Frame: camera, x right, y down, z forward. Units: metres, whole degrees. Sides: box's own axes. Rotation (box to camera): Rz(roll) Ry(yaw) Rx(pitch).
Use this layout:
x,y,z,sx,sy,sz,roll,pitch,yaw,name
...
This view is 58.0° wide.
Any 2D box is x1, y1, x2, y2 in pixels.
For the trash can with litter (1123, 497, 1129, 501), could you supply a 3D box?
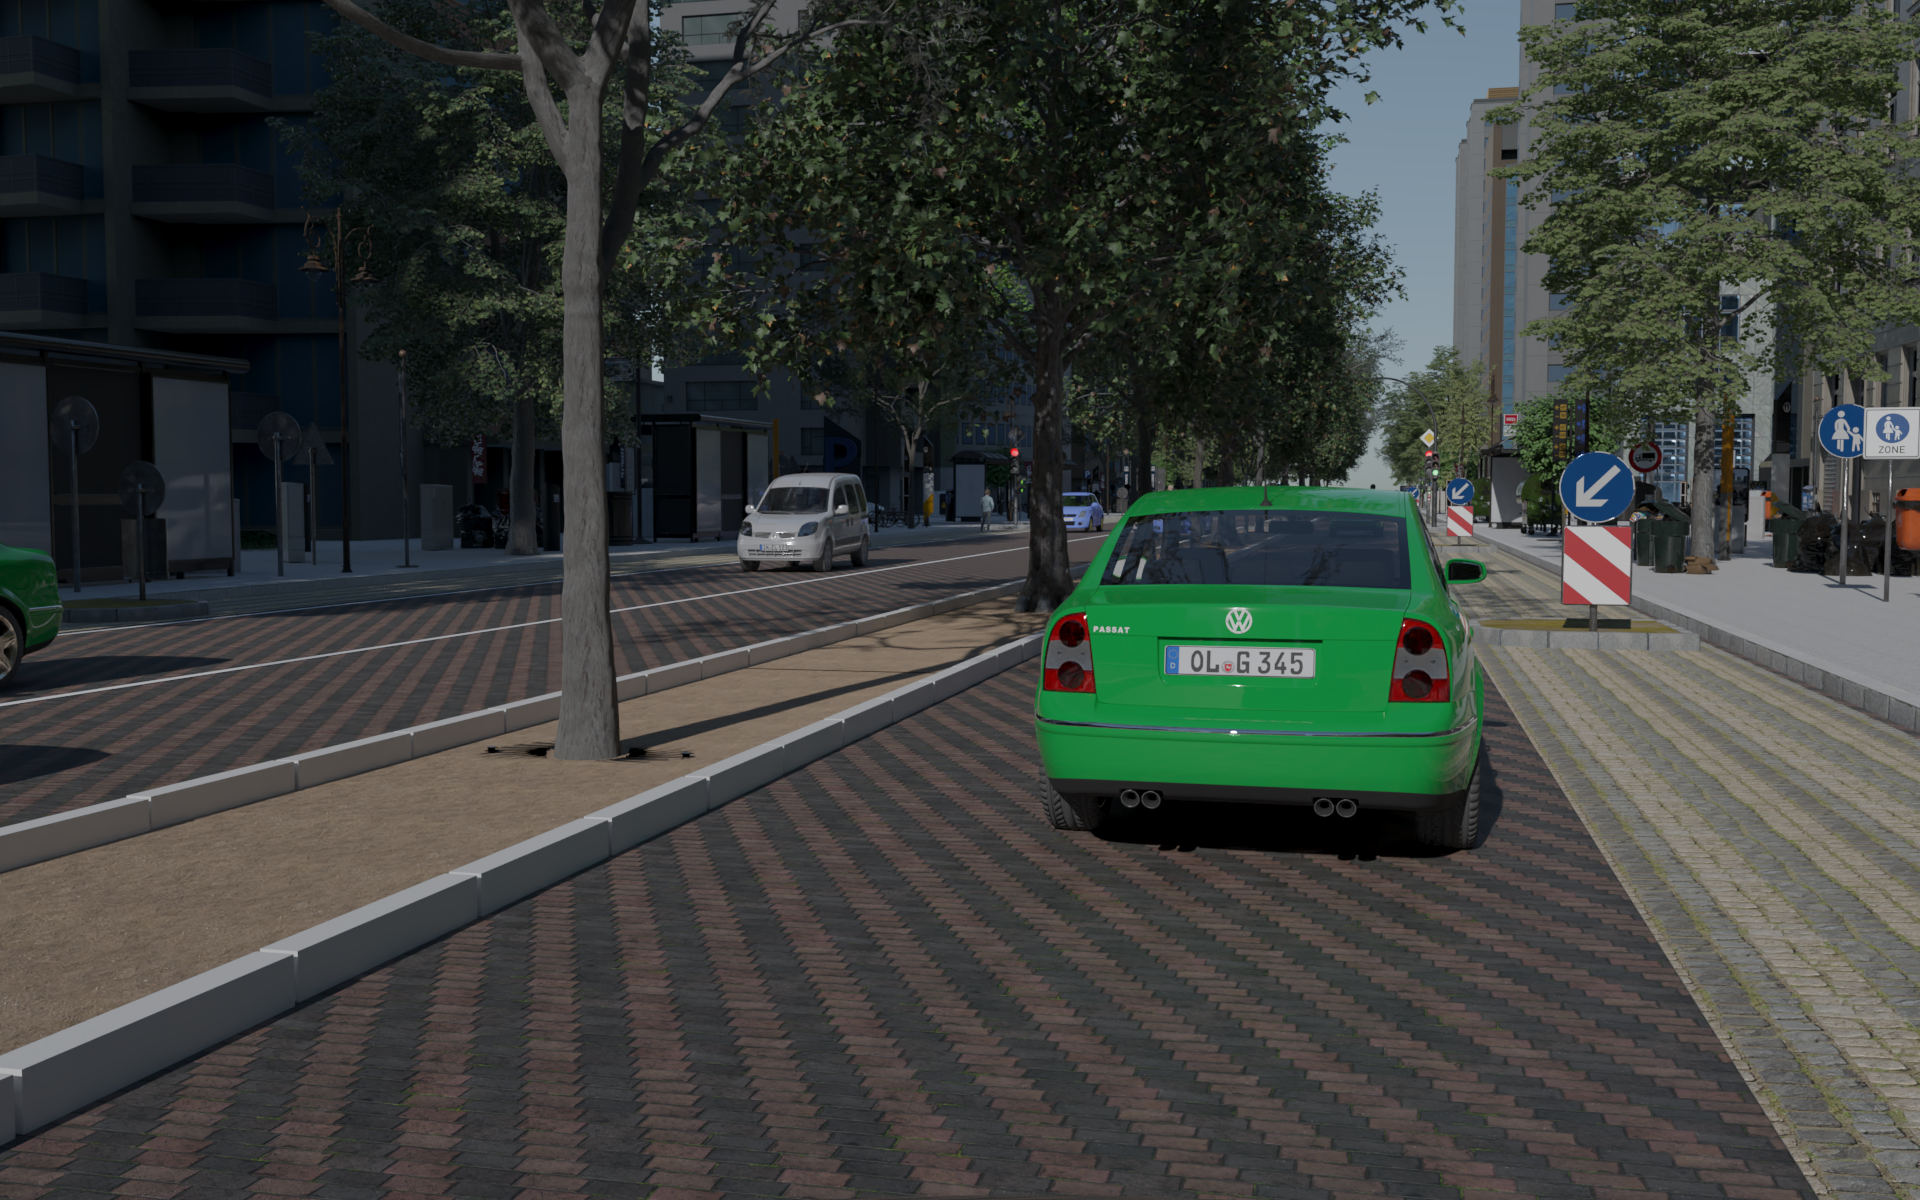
x,y,z,sx,sy,sz,roll,pitch,yaw,name
11.518,-6.731,121.446,0.624,1.170,1.055,0,4,6,trash can with litter

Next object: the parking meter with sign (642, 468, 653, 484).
x,y,z,sx,sy,sz,roll,pitch,yaw,name
-15.498,-5.504,86.257,0.543,3.016,1.738,-3,5,-39,parking meter with sign

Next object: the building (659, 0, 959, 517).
x,y,z,sx,sy,sz,roll,pitch,yaw,name
-8.474,-20.212,102.170,14.160,30.474,14.107,1,4,13,building

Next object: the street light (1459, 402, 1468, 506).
x,y,z,sx,sy,sz,roll,pitch,yaw,name
25.249,-6.988,87.035,0.468,5.910,1.993,1,4,13,street light

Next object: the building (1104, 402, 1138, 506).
x,y,z,sx,sy,sz,roll,pitch,yaw,name
5.141,-20.800,185.124,27.650,21.520,28.899,1,4,13,building

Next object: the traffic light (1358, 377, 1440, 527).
x,y,z,sx,sy,sz,roll,pitch,yaw,name
16.260,-5.662,67.234,4.771,5.953,1.251,1,4,13,traffic light

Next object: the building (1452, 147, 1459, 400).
x,y,z,sx,sy,sz,roll,pitch,yaw,name
91.660,-45.356,283.571,21.231,58.520,28.212,1,4,13,building

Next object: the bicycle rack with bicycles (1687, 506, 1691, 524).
x,y,z,sx,sy,sz,roll,pitch,yaw,name
31.611,-3.803,75.561,2.925,0.926,2.852,3,5,40,bicycle rack with bicycles

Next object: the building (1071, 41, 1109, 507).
x,y,z,sx,sy,sz,roll,pitch,yaw,name
6.088,-31.311,162.051,14.600,45.320,14.200,1,4,13,building

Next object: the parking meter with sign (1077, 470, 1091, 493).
x,y,z,sx,sy,sz,roll,pitch,yaw,name
8.983,-8.068,128.176,0.543,3.016,1.738,-2,4,-27,parking meter with sign

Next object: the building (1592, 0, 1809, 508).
x,y,z,sx,sy,sz,roll,pitch,yaw,name
56.287,-49.668,124.741,22.319,86.520,31.000,1,4,13,building

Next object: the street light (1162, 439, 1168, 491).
x,y,z,sx,sy,sz,roll,pitch,yaw,name
16.488,-10.130,138.417,0.468,5.910,1.993,1,4,13,street light

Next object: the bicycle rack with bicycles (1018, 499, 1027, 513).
x,y,z,sx,sy,sz,roll,pitch,yaw,name
5.088,-6.309,116.531,2.925,0.926,2.852,2,4,25,bicycle rack with bicycles

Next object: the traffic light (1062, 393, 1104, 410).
x,y,z,sx,sy,sz,roll,pitch,yaw,name
6.225,-6.321,78.013,4.771,5.953,1.251,1,4,13,traffic light

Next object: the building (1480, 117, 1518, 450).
x,y,z,sx,sy,sz,roll,pitch,yaw,name
68.763,-33.790,202.577,14.600,45.320,14.200,1,4,13,building

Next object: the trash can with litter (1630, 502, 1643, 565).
x,y,z,sx,sy,sz,roll,pitch,yaw,name
12.363,-1.206,31.109,0.624,1.170,1.055,1,4,22,trash can with litter

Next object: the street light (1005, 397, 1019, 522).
x,y,z,sx,sy,sz,roll,pitch,yaw,name
2.332,-6.510,79.221,0.468,5.910,1.993,1,4,13,street light

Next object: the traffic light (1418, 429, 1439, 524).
x,y,z,sx,sy,sz,roll,pitch,yaw,name
20.181,-5.243,74.651,0.839,4.253,0.868,1,4,13,traffic light

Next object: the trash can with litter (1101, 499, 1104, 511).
x,y,z,sx,sy,sz,roll,pitch,yaw,name
10.744,-7.377,131.996,1.055,1.170,0.624,-2,4,-25,trash can with litter

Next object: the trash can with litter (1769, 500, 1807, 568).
x,y,z,sx,sy,sz,roll,pitch,yaw,name
14.534,-1.130,29.863,0.624,1.170,1.055,-3,4,-36,trash can with litter

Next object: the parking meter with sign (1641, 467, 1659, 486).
x,y,z,sx,sy,sz,roll,pitch,yaw,name
37.552,-6.069,95.491,1.738,3.016,0.543,2,4,25,parking meter with sign

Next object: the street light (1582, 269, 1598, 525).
x,y,z,sx,sy,sz,roll,pitch,yaw,name
12.919,-3.846,35.676,0.468,5.910,1.993,1,4,13,street light

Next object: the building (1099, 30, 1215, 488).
x,y,z,sx,sy,sz,roll,pitch,yaw,name
29.012,-50.752,268.041,20.563,71.187,20.611,1,4,13,building

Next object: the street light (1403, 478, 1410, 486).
x,y,z,sx,sy,sz,roll,pitch,yaw,name
62.384,-16.432,241.457,0.468,5.910,1.993,1,4,13,street light

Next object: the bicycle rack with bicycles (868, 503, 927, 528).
x,y,z,sx,sy,sz,roll,pitch,yaw,name
-2.604,-3.246,66.454,2.925,0.926,2.852,-1,4,-20,bicycle rack with bicycles

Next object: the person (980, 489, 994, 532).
x,y,z,sx,sy,sz,roll,pitch,yaw,name
1.009,-3.297,64.213,0.589,1.601,0.330,2,4,28,person

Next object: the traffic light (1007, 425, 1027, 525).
x,y,z,sx,sy,sz,roll,pitch,yaw,name
2.304,-5.002,70.703,0.839,4.253,0.868,1,4,13,traffic light

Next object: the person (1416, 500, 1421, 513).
x,y,z,sx,sy,sz,roll,pitch,yaw,name
14.864,-2.643,56.395,0.352,1.250,0.332,3,4,37,person

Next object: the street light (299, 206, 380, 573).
x,y,z,sx,sy,sz,roll,pitch,yaw,name
-10.025,-3.385,28.140,0.468,5.910,1.993,1,4,13,street light

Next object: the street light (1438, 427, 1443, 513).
x,y,z,sx,sy,sz,roll,pitch,yaw,name
32.546,-8.842,117.347,0.468,5.910,1.993,1,4,13,street light

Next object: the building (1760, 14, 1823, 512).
x,y,z,sx,sy,sz,roll,pitch,yaw,name
56.088,-26.308,84.753,28.867,44.769,22.147,1,4,13,building

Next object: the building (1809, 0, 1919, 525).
x,y,z,sx,sy,sz,roll,pitch,yaw,name
30.985,-12.616,39.561,16.112,22.955,30.059,1,4,13,building

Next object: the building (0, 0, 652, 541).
x,y,z,sx,sy,sz,roll,pitch,yaw,name
-26.419,-24.514,55.429,28.867,44.769,22.147,1,4,13,building

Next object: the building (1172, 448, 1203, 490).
x,y,z,sx,sy,sz,roll,pitch,yaw,name
27.688,-29.363,251.782,14.160,30.474,14.107,1,4,13,building

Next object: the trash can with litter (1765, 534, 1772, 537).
x,y,z,sx,sy,sz,roll,pitch,yaw,name
24.244,-2.522,52.296,2.233,1.210,1.678,1,4,18,trash can with litter

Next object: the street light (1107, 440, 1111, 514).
x,y,z,sx,sy,sz,roll,pitch,yaw,name
9.295,-8.317,108.769,0.468,5.910,1.993,1,4,13,street light

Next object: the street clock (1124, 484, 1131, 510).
x,y,z,sx,sy,sz,roll,pitch,yaw,name
11.882,-7.246,123.046,0.471,2.002,0.358,0,4,5,street clock

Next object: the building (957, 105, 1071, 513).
x,y,z,sx,sy,sz,roll,pitch,yaw,name
-4.294,-35.978,130.244,21.231,58.520,28.212,1,4,13,building

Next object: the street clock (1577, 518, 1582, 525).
x,y,z,sx,sy,sz,roll,pitch,yaw,name
20.574,-3.230,57.373,0.358,2.002,0.471,-2,4,-30,street clock

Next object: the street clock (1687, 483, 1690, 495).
x,y,z,sx,sy,sz,roll,pitch,yaw,name
46.596,-6.527,111.279,0.471,2.002,0.358,1,4,17,street clock

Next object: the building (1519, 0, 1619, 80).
x,y,z,sx,sy,sz,roll,pitch,yaw,name
61.564,-37.631,157.261,21.231,58.520,28.212,1,4,13,building

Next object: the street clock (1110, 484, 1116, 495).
x,y,z,sx,sy,sz,roll,pitch,yaw,name
11.422,-7.633,129.362,0.358,2.002,0.471,-2,4,-28,street clock

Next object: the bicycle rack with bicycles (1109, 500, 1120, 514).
x,y,z,sx,sy,sz,roll,pitch,yaw,name
9.574,-6.131,113.624,2.852,0.926,2.925,1,4,19,bicycle rack with bicycles

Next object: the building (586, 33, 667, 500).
x,y,z,sx,sy,sz,roll,pitch,yaw,name
-34.787,-31.725,107.938,27.495,52.752,28.713,1,4,13,building

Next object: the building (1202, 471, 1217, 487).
x,y,z,sx,sy,sz,roll,pitch,yaw,name
31.495,-27.482,294.371,27.650,21.520,28.899,1,4,13,building

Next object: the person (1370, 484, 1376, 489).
x,y,z,sx,sy,sz,roll,pitch,yaw,name
15.216,-3.371,63.792,0.419,1.800,0.721,1,4,21,person

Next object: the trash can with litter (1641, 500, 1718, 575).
x,y,z,sx,sy,sz,roll,pitch,yaw,name
11.714,-1.014,27.966,0.624,1.170,1.055,-3,5,-39,trash can with litter

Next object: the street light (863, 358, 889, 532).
x,y,z,sx,sy,sz,roll,pitch,yaw,name
-2.810,-5.212,58.009,0.468,5.910,1.993,1,4,13,street light

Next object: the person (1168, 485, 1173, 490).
x,y,z,sx,sy,sz,roll,pitch,yaw,name
9.368,-4.201,77.062,0.514,1.842,0.818,1,4,10,person

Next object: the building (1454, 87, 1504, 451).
x,y,z,sx,sy,sz,roll,pitch,yaw,name
85.419,-43.676,256.107,21.231,58.520,28.212,1,4,13,building

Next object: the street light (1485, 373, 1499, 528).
x,y,z,sx,sy,sz,roll,pitch,yaw,name
20.277,-5.704,66.044,0.468,5.910,1.993,1,4,13,street light

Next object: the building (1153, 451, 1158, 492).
x,y,z,sx,sy,sz,roll,pitch,yaw,name
16.894,-31.819,203.835,14.154,41.232,14.086,1,4,13,building

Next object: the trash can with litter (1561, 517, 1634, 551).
x,y,z,sx,sy,sz,roll,pitch,yaw,name
14.838,-1.711,39.034,1.678,1.210,2.233,-2,4,-30,trash can with litter
